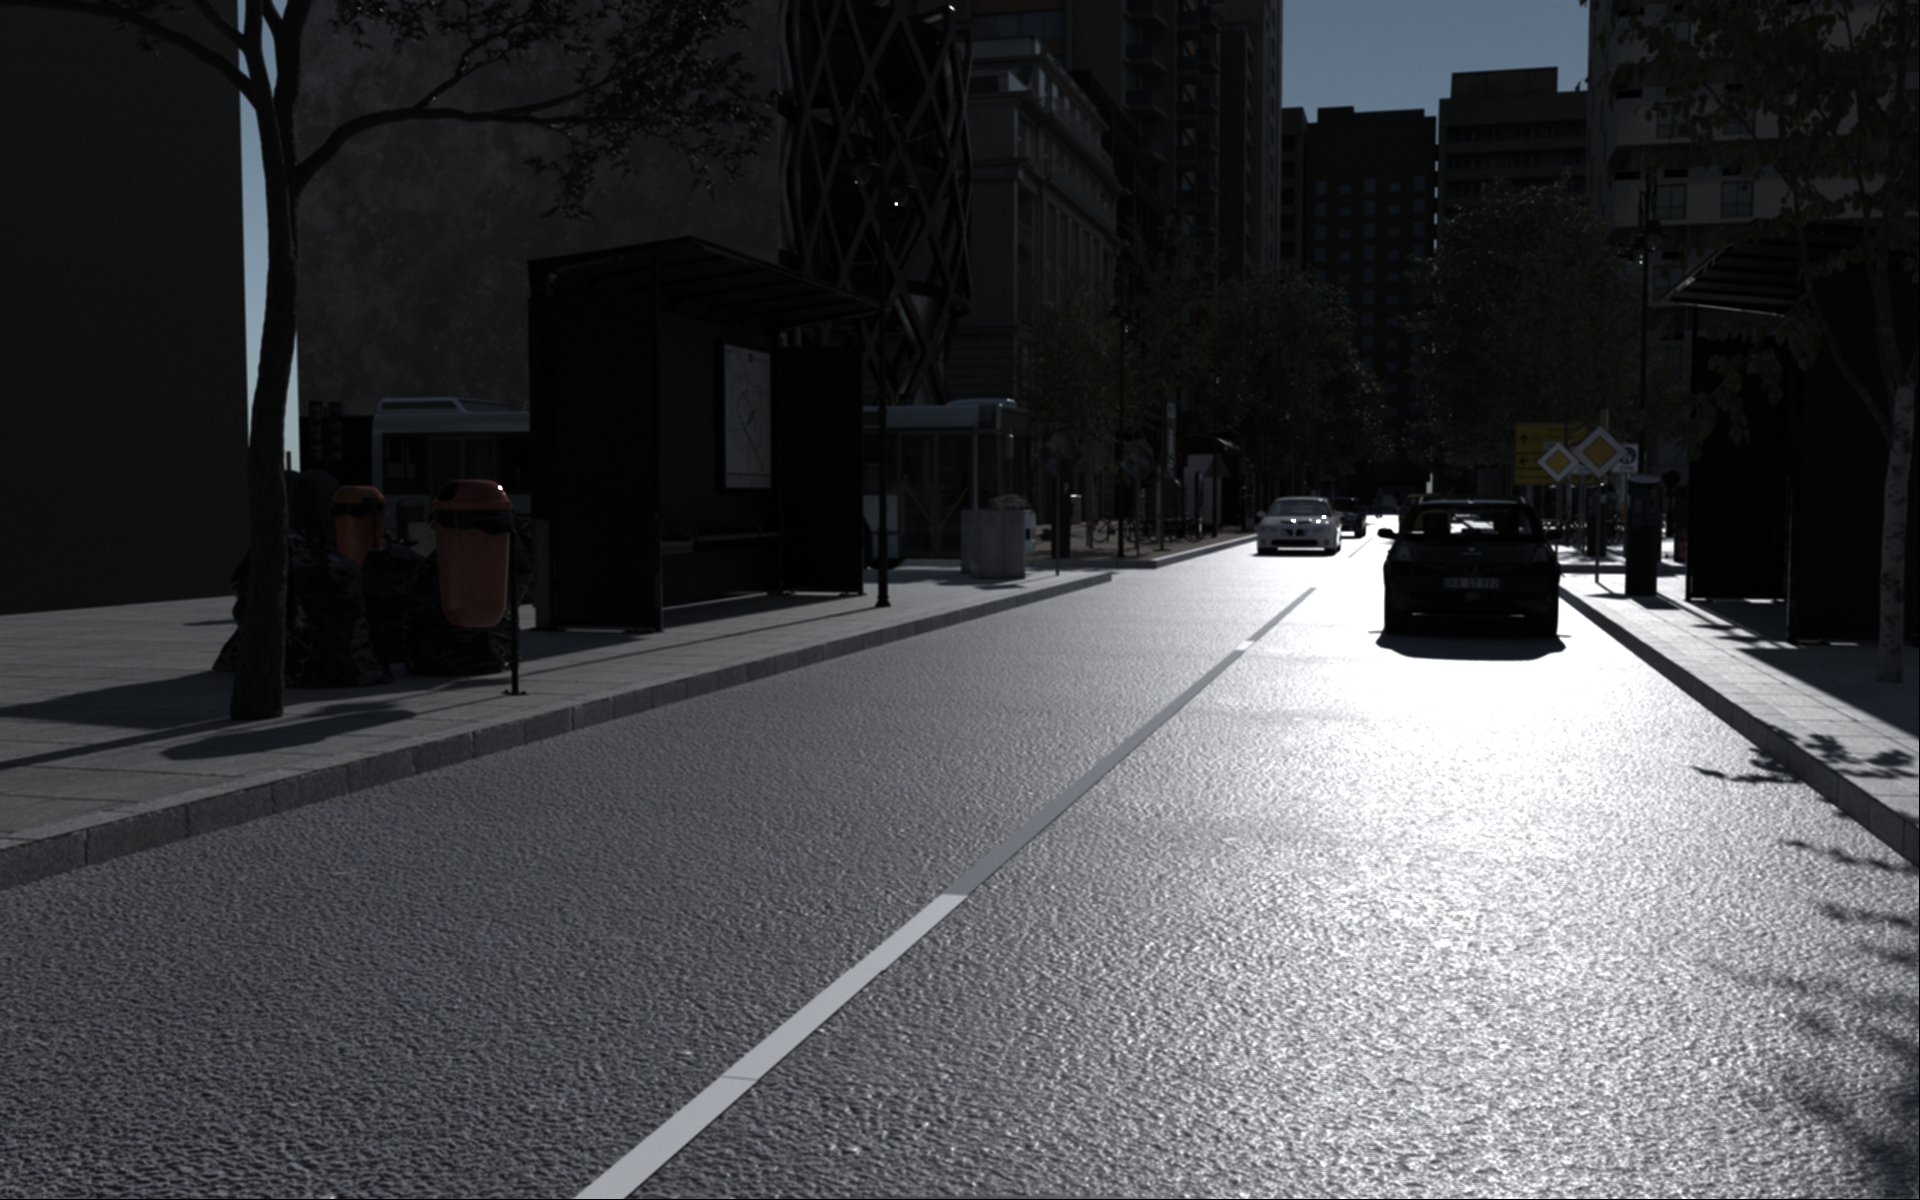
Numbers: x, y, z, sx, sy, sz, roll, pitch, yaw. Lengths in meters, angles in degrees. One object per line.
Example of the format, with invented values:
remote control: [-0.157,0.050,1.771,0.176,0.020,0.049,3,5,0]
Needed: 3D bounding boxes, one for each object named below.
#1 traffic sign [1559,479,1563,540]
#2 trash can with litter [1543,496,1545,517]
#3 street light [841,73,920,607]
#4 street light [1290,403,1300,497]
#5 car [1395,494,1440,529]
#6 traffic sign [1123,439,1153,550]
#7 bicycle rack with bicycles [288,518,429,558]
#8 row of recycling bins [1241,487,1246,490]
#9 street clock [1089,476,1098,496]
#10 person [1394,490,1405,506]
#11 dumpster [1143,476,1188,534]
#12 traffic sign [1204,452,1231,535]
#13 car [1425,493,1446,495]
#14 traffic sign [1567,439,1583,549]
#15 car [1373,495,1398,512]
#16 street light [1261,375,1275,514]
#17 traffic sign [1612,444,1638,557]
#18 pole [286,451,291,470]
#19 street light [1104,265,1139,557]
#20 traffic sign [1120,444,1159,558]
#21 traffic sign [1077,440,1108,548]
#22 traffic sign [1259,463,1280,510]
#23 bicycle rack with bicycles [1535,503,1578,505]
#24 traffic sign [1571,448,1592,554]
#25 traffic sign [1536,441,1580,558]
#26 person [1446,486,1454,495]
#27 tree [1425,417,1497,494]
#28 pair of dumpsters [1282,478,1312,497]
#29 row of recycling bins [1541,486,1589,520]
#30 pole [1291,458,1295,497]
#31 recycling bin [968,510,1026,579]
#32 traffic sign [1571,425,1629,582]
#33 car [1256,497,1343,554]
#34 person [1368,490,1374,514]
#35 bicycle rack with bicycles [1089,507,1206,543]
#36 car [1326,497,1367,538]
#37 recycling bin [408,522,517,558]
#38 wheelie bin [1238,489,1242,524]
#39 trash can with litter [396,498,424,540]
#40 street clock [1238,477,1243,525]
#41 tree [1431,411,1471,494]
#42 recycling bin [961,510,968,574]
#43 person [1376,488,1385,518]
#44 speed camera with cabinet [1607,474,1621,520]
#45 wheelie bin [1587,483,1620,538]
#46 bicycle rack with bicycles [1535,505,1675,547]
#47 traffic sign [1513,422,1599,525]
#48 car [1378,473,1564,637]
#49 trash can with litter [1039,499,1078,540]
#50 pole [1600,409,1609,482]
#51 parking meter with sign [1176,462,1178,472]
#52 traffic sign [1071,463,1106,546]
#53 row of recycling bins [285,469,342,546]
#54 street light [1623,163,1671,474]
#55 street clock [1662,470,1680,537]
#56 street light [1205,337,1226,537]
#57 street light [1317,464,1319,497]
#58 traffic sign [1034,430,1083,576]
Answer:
traffic sign: [16.884,-2.970,48.662,0.768,2.556,0.104,2,4,24]
trash can with litter: [30.152,-4.790,89.704,0.624,1.170,1.055,1,4,21]
street light: [-0.879,-2.863,19.604,0.468,5.910,1.993,1,4,15]
street light: [16.271,-6.801,83.985,0.468,5.910,1.993,1,4,15]
car: [15.767,-2.966,58.721,2.015,1.641,3.980,1,4,15]
traffic sign: [4.079,-2.440,39.994,0.768,2.556,0.104,2,4,25]
bicycle rack with bicycles: [-8.984,-0.748,25.615,2.852,0.926,2.925,1,4,11]
row of recycling bins: [16.038,-5.914,103.806,1.069,1.692,3.534,-3,5,-41]
street clock: [5.381,-3.988,69.768,0.358,2.002,0.471,1,4,9]
person: [40.176,-9.164,158.858,1.217,1.766,0.721,2,4,33]
dumpster: [6.648,-3.080,56.122,1.264,1.857,1.865,1,4,15]
traffic sign: [7.973,-3.286,53.723,0.884,2.594,0.081,2,4,25]
car: [24.607,-4.944,89.870,2.155,1.783,4.494,1,4,15]
traffic sign: [14.486,-2.467,40.440,0.768,2.556,0.104,1,4,17]
car: [35.159,-8.002,143.187,2.083,1.381,4.827,1,4,13]
street light: [11.935,-5.778,67.255,0.468,5.910,1.993,1,4,15]
traffic sign: [13.466,-2.012,35.033,0.606,2.300,0.079,1,4,15]
pole: [-32.082,-5.443,82.830,0.158,3.312,0.155,0,3,0]
street light: [3.283,-3.816,35.176,0.468,5.910,1.993,1,4,15]
traffic sign: [3.601,-1.912,34.911,0.795,2.450,0.064,1,4,15]
traffic sign: [3.100,-2.494,40.887,0.768,2.556,0.104,1,4,21]
traffic sign: [12.608,-4.320,70.629,0.884,2.594,0.081,2,4,23]
bicycle rack with bicycles: [21.711,-2.940,61.451,2.852,0.926,2.925,-3,5,-44]
traffic sign: [13.416,-2.146,37.220,0.606,2.300,0.079,1,4,22]
traffic sign: [11.320,-1.785,32.832,0.795,2.450,0.064,1,4,15]
person: [21.229,-4.052,75.090,0.444,1.785,0.601,-1,4,-21]
tree: [44.431,-13.338,152.495,7.601,10.594,8.767,3,4,37]
pair of dumpsters: [19.657,-6.034,101.153,1.574,2.255,4.437,1,4,15]
row of recycling bins: [30.018,-4.844,86.319,3.534,1.692,1.069,1,4,14]
pole: [19.004,-6.422,98.839,0.158,3.312,0.155,0,3,0]
recycling bin: [0.580,-0.851,26.474,0.722,1.027,0.722,-1,4,-11]
traffic sign: [9.256,-1.313,25.118,0.795,2.450,0.064,1,4,15]
car: [8.412,-1.858,42.740,2.083,1.381,4.827,1,4,15]
person: [29.050,-6.898,122.113,0.721,1.723,1.217,1,4,18]
bicycle rack with bicycles: [5.211,-2.027,46.522,2.925,0.926,2.852,2,4,26]
car: [12.690,-2.784,58.092,1.945,1.354,3.894,1,4,16]
recycling bin: [-4.416,-0.176,15.427,0.722,1.027,0.722,1,4,11]
wheelie bin: [11.694,-4.014,73.538,0.693,1.594,0.980,3,5,40]
trash can with litter: [-8.902,-1.115,29.290,1.678,1.210,2.233,2,4,33]
street clock: [11.355,-4.064,71.022,0.471,2.002,0.358,2,4,35]
tree: [41.657,-13.250,142.396,9.928,11.665,9.643,0,3,0]
recycling bin: [0.499,-0.934,27.820,0.722,1.027,0.722,3,4,38]
person: [25.575,-5.906,105.240,0.590,1.801,0.661,1,4,21]
speed camera with cabinet: [30.910,-5.281,80.684,2.038,3.252,0.660,-3,4,-38]
wheelie bin: [18.951,-2.640,51.065,0.980,1.594,0.693,3,5,44]
bicycle rack with bicycles: [15.894,-1.835,43.389,2.925,0.926,2.852,0,4,-4]
traffic sign: [16.873,-3.379,49.117,2.265,3.308,0.079,1,4,23]
car: [5.568,-0.558,18.914,2.009,1.686,4.222,1,4,16]
trash can with litter: [2.761,-2.293,48.879,1.055,1.170,0.624,-3,5,-42]
pole: [15.396,-2.914,41.488,0.158,3.312,0.155,0,3,0]
parking meter with sign: [12.243,-5.976,93.969,0.543,3.016,1.738,2,4,25]
traffic sign: [3.127,-2.589,42.338,0.884,2.594,0.081,2,4,24]
row of recycling bins: [-11.903,-1.392,29.880,3.534,1.692,1.069,2,4,34]
street light: [9.699,-3.168,24.589,0.468,5.910,1.993,1,4,15]
street clock: [21.282,-2.893,51.873,0.471,2.002,0.358,0,4,3]
street light: [7.542,-4.798,51.234,0.468,5.910,1.993,1,4,15]
street light: [20.659,-7.781,100.007,0.468,5.910,1.993,1,4,15]
traffic sign: [1.538,-1.441,27.196,0.795,2.450,0.064,1,4,15]
